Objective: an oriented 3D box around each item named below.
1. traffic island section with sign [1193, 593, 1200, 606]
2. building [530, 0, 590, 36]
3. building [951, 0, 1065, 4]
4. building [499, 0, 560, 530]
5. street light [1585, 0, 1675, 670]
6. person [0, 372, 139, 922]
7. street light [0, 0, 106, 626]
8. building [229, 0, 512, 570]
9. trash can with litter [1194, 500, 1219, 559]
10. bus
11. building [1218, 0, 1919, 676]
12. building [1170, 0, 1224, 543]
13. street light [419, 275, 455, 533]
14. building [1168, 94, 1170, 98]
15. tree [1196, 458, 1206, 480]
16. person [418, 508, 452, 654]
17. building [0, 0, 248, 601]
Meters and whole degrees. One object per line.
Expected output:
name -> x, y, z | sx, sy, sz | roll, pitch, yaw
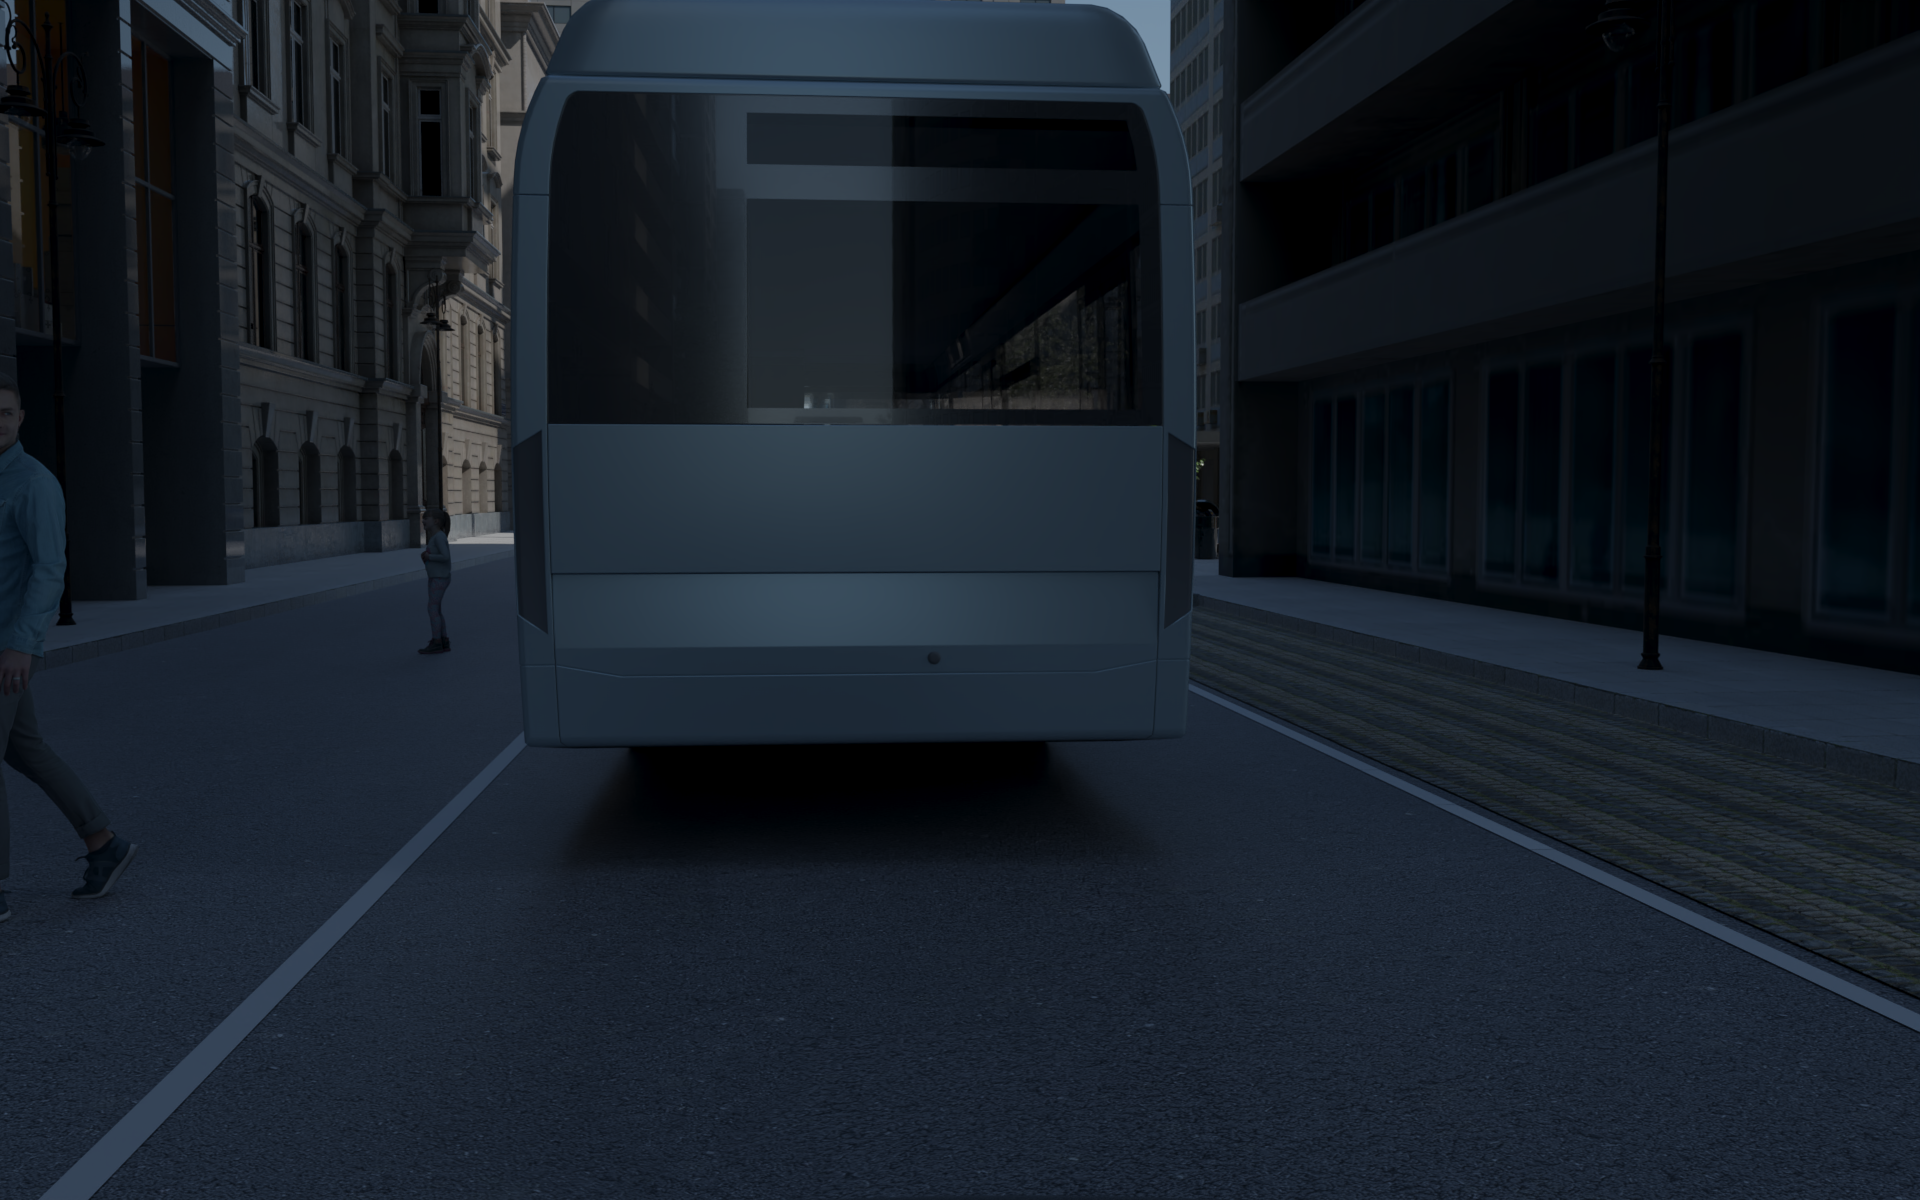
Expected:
traffic island section with sign -> 1.964, -0.872, 22.881 | 1.989, 1.847, 2.006 | 0, 4, -6
building -> -35.407, -44.255, 161.825 | 20.563, 71.187, 20.611 | 0, 4, -6
building -> -1.610, -44.664, 168.505 | 20.563, 71.187, 20.611 | 0, 4, -6
building -> -25.384, -13.955, 64.323 | 21.152, 22.565, 11.583 | 0, 4, -6
street light -> 5.062, -2.430, 12.522 | 0.468, 5.910, 1.993 | 0, 4, -6
person -> -3.160, 0.154, 5.851 | 0.748, 1.841, 0.638 | -3, 5, -40
street light -> -8.755, -2.691, 16.786 | 0.468, 5.910, 1.993 | 0, 4, -6
building -> -18.673, -13.583, 41.170 | 14.460, 24.649, 34.723 | 0, 4, -6
trash can with litter -> 4.905, -1.400, 34.285 | 0.624, 1.170, 1.055 | 2, 4, 31
bus -> -0.992, -1.112, 13.049 | 2.948, 3.499, 13.247 | 0, 4, -5
building -> 15.828, -24.037, 16.703 | 21.300, 48.544, 21.600 | 0, 4, -6
building -> 19.869, -22.115, 53.459 | 32.217, 40.220, 23.993 | 0, 4, -6
street light -> -11.036, -3.910, 36.714 | 0.468, 5.910, 1.993 | 0, 4, -6
building -> 6.651, -14.454, 85.470 | 18.267, 20.994, 9.793 | 0, 4, -6
tree -> 4.788, -2.745, 39.479 | 1.663, 3.219, 1.824 | 0, 3, 0
person -> -4.745, -0.175, 15.637 | 0.425, 1.301, 0.394 | 3, 5, 43
building -> -14.147, -14.166, 9.115 | 11.434, 29.767, 29.804 | 0, 4, -6
